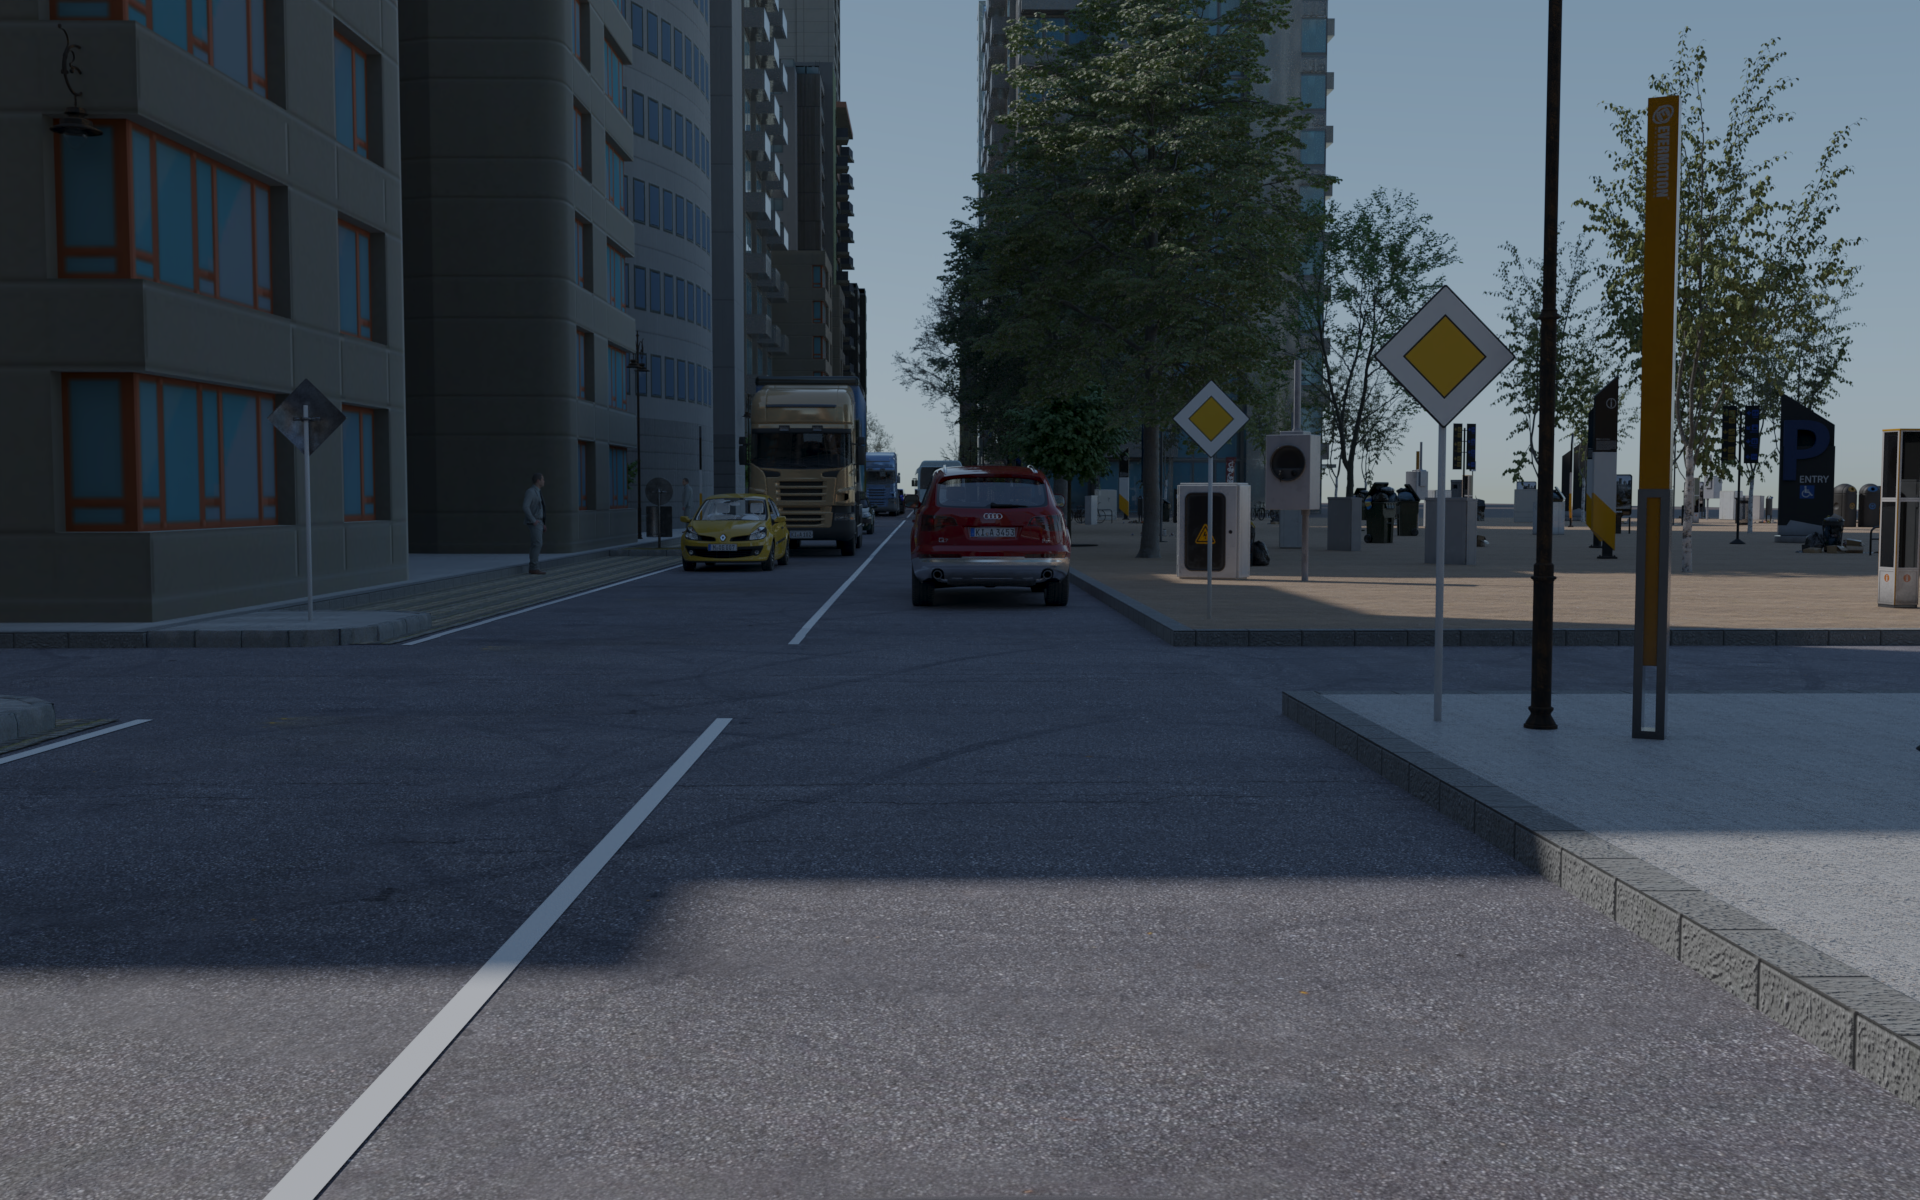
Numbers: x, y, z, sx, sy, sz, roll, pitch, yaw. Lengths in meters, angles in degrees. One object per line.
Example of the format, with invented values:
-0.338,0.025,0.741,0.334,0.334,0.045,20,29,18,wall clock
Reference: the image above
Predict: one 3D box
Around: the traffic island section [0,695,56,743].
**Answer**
-6.494,0.774,9.633,2.009,0.180,2.903,0,4,-1,traffic island section

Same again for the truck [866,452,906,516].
-5.207,-7.787,117.083,2.967,4.110,18.799,0,4,0,truck

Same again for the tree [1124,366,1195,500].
10.603,-8.565,90.397,4.360,8.622,3.978,0,3,0,tree

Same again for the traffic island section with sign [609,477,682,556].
-7.046,-1.950,40.518,1.989,1.847,2.006,0,4,-1,traffic island section with sign

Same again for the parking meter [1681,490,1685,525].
30.247,-3.896,72.113,0.372,1.533,0.369,0,3,0,parking meter

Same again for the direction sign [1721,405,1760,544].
19.951,-3.201,44.338,0.876,3.537,0.379,2,4,26,direction sign

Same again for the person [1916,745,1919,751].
4.928,-0.138,8.072,0.755,1.850,0.659,3,4,37,person

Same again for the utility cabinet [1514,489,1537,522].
25.481,-4.223,77.733,1.173,1.500,0.318,1,4,15,utility cabinet

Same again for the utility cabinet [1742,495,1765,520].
40.078,-4.659,87.339,0.306,1.237,1.020,-1,4,-18,utility cabinet

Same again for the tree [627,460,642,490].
-10.202,-3.481,51.519,1.663,3.219,1.824,0,3,0,tree

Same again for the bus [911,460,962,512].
-1.295,-6.495,101.048,2.948,3.499,13.247,0,4,-2,bus

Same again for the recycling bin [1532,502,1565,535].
18.560,-2.572,54.602,0.722,1.027,0.722,-3,4,-37,recycling bin

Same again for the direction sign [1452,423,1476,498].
16.150,-3.885,55.520,0.876,3.537,0.379,-1,4,-22,direction sign

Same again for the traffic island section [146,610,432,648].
-6.638,0.285,17.616,2.009,0.180,2.903,0,4,-1,traffic island section

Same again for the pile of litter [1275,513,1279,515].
13.962,-3.658,73.776,1.719,0.858,1.176,1,4,10,pile of litter

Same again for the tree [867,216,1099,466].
2.040,-10.136,76.099,12.009,13.543,11.850,0,3,0,tree

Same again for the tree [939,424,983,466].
0.300,-13.869,177.122,4.360,8.622,3.978,0,3,0,tree

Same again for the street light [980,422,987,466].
1.462,-8.209,106.998,0.468,5.910,1.993,0,4,-1,street light

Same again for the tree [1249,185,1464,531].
13.406,-8.190,59.660,9.928,11.665,9.643,0,3,0,tree

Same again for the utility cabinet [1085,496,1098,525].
5.517,-3.780,72.962,0.306,1.237,1.020,1,4,19,utility cabinet

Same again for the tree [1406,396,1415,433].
21.686,-8.628,91.428,4.360,8.622,3.978,0,3,0,tree

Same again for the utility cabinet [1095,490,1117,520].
7.104,-4.629,84.359,1.173,1.500,0.318,-3,4,-36,utility cabinet

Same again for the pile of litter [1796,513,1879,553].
19.155,-1.455,37.746,1.719,0.858,1.176,1,4,23,pile of litter

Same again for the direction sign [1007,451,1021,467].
2.140,-4.671,68.368,0.379,3.537,0.876,-3,4,-36,direction sign

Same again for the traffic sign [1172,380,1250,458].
2.578,-0.948,17.695,0.795,2.593,0.064,0,4,-1,traffic sign

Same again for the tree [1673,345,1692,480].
25.779,-6.496,56.578,4.360,8.622,3.978,0,3,0,tree

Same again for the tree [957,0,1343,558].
3.783,-7.147,34.985,7.486,12.596,7.792,0,3,0,tree

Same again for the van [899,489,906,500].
-7.029,-11.362,190.160,2.240,2.365,5.245,0,4,1,van

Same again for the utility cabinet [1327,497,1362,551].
8.732,-1.723,39.331,0.306,1.237,1.020,-1,4,-19,utility cabinet

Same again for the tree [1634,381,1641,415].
27.435,-7.017,65.092,4.360,8.622,3.978,0,3,0,tree

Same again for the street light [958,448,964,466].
0.318,-12.001,169.000,0.468,5.910,1.993,0,4,-1,street light

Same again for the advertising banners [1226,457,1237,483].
11.985,-5.211,81.381,2.074,3.025,0.090,-1,4,-9,advertising banners

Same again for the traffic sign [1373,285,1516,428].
2.723,-0.460,9.711,0.795,2.593,0.064,0,4,-1,traffic sign

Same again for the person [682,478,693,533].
-8.937,-3.097,56.784,0.391,1.810,0.635,-1,4,-9,person

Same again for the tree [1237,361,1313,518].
16.283,-8.590,90.816,4.737,8.622,4.395,0,3,0,tree

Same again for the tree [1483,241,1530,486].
16.236,-5.962,47.844,4.737,8.622,4.395,0,3,0,tree

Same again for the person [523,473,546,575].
-7.566,-1.362,30.871,0.391,1.810,0.635,0,4,-7,person

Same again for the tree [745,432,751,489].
-9.984,-6.508,90.113,4.285,4.588,4.351,0,3,0,tree

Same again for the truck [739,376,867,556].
-3.701,-3.339,43.508,2.839,4.237,11.283,0,4,-2,truck

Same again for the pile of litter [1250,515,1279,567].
4.820,-1.032,30.838,1.719,0.858,1.176,-2,4,-29,pile of litter

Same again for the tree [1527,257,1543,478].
15.214,-5.294,36.918,4.737,8.622,4.395,0,3,0,tree

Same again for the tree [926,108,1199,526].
3.229,-9.175,56.669,9.857,13.997,8.962,0,3,0,tree

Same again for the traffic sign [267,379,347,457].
-6.615,-0.939,17.550,0.795,2.593,0.064,0,4,-1,traffic sign

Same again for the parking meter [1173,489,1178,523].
9.664,-4.186,76.851,0.372,1.533,0.369,0,3,0,parking meter

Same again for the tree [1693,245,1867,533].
24.998,-6.209,51.872,4.360,8.622,3.978,0,3,0,tree

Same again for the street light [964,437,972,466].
0.813,-10.087,137.709,0.468,5.910,1.993,0,4,-1,street light

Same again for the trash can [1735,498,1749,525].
32.327,-3.659,71.478,0.748,1.137,0.748,0,3,0,trash can

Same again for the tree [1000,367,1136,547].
2.779,-3.607,42.685,4.285,4.588,4.351,0,3,0,tree

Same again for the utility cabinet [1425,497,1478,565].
8.994,-1.258,31.733,0.306,1.237,1.020,-2,4,-31,utility cabinet

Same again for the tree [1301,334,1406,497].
16.998,-7.787,77.688,4.360,8.622,3.978,0,3,0,tree

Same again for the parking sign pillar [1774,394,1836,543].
22.248,-3.488,45.507,1.447,3.967,1.447,1,4,21,parking sign pillar

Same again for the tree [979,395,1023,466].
3.083,-8.885,95.639,4.737,8.622,4.395,0,3,0,tree

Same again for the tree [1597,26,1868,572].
12.167,-4.756,28.127,4.737,8.622,4.395,0,3,0,tree

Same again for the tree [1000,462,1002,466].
2.475,-6.749,104.952,1.663,3.219,1.824,0,3,0,tree

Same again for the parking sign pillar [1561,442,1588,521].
29.406,-5.759,82.632,1.447,3.967,1.447,3,5,44,parking sign pillar
